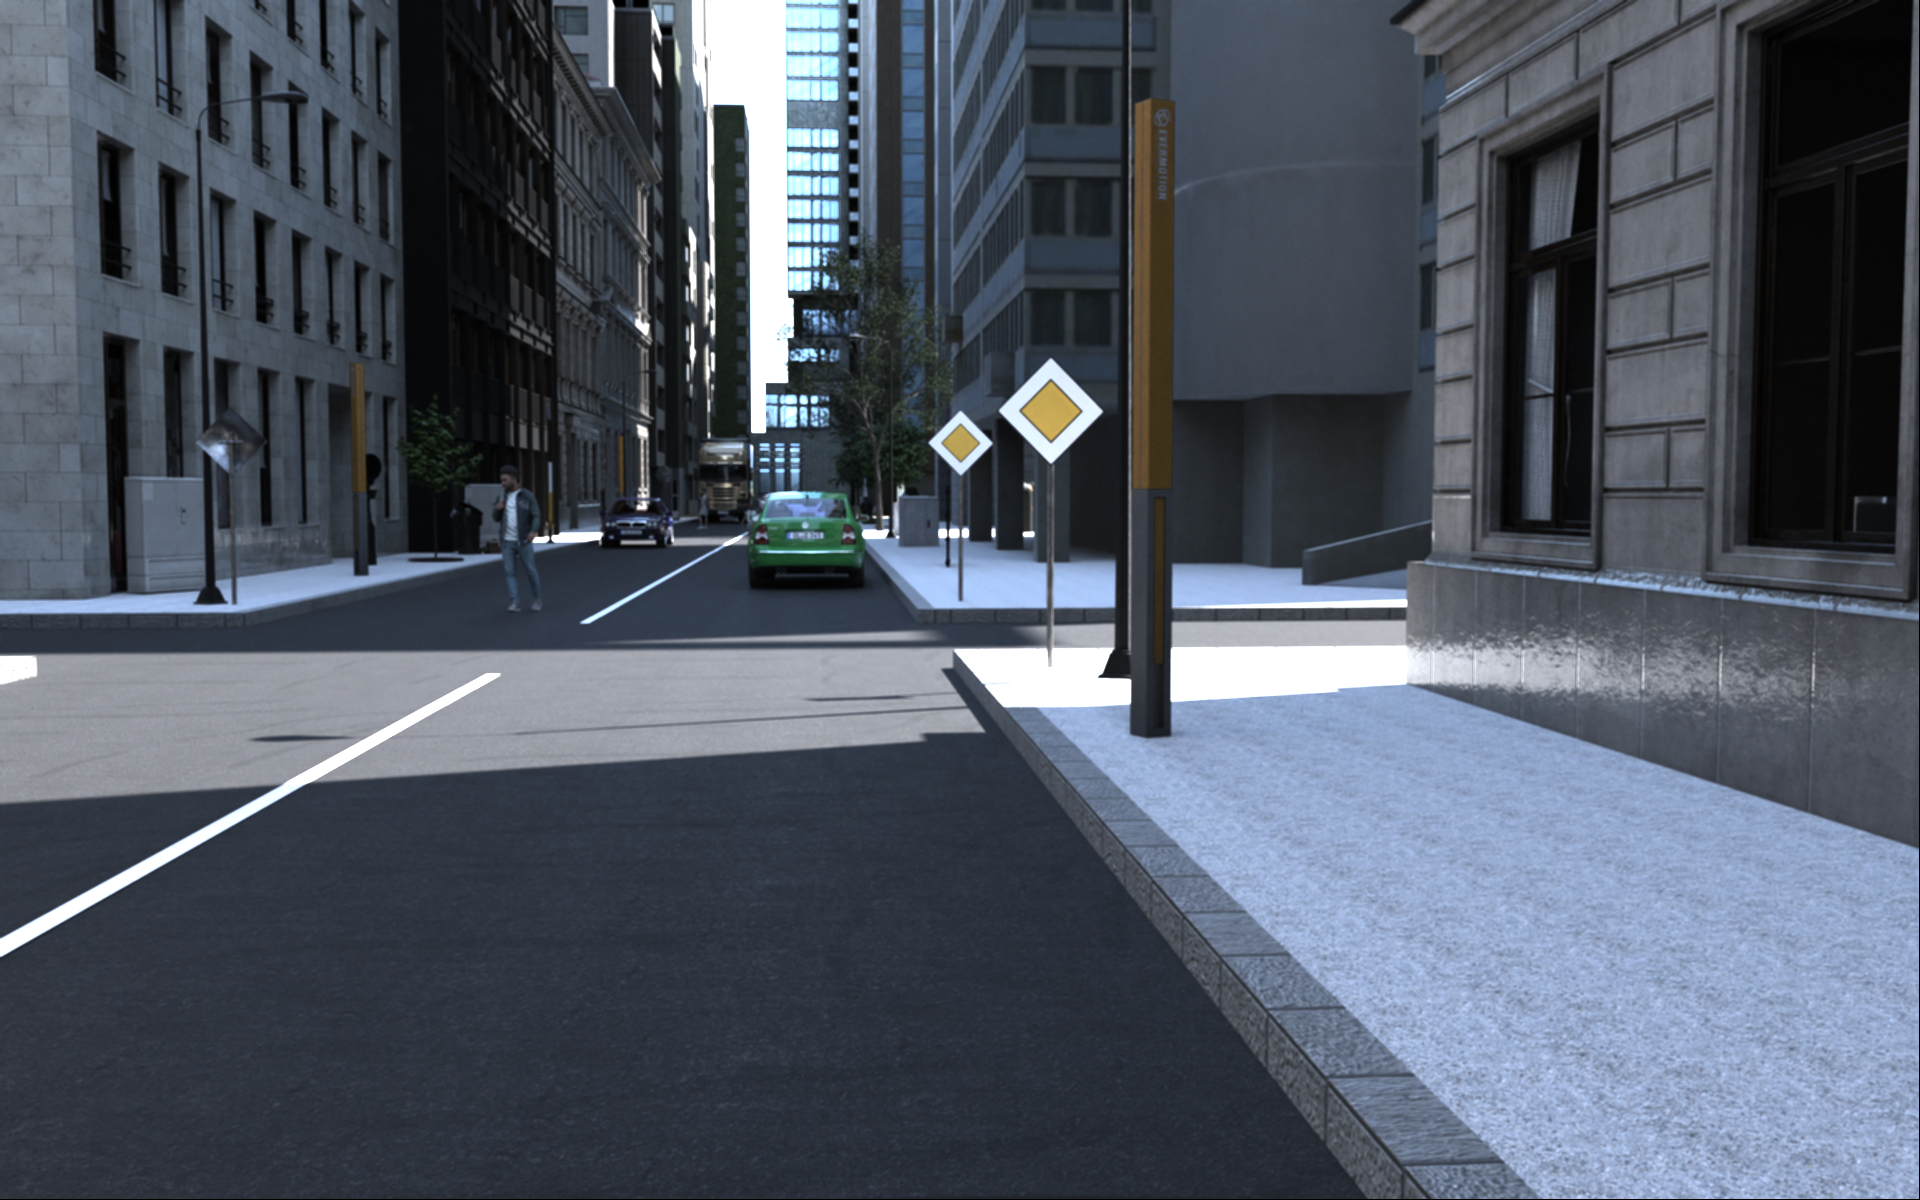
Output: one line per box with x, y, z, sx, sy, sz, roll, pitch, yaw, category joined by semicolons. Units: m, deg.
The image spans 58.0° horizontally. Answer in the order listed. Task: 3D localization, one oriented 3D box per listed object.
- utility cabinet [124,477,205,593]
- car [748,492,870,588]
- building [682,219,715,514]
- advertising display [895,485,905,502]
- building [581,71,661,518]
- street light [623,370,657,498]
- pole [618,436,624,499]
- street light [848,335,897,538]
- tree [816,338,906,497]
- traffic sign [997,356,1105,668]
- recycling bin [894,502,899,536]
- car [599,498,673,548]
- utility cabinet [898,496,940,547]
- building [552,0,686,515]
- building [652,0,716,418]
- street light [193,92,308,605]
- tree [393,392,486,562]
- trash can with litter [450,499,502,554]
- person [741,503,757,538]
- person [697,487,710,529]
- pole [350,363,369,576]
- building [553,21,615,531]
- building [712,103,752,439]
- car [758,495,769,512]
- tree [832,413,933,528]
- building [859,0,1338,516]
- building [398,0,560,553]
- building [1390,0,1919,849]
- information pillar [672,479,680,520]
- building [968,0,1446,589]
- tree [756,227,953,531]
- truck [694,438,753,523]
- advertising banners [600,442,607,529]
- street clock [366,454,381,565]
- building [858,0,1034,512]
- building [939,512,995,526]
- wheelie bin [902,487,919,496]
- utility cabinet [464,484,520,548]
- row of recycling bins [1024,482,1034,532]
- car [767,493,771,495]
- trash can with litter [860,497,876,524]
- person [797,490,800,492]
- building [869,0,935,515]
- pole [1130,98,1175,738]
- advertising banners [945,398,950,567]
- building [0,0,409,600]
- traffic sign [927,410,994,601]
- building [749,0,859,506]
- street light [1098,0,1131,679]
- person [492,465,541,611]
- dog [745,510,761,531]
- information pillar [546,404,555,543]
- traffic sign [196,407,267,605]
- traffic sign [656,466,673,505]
-10.334;-0.854;22.649;0.318;1.500;1.173;1;4;18;utility cabinet
-2.429;-1.172;27.956;1.959;1.807;4.718;0;4;-3;car
-32.126;-16.951;122.190;27.650;21.520;28.899;0;4;-5;building
-3.247;-5.399;93.491;0.123;1.923;0.974;2;4;24;advertising display
-20.897;-15.044;82.132;11.583;22.565;21.152;0;4;-5;building
-12.024;-5.648;64.878;1.470;5.913;1.316;0;4;-5;street light
-11.868;-4.086;60.653;0.158;3.312;0.155;0;3;0;pole
-2.572;-4.784;50.765;1.470;5.913;1.316;0;4;-5;street light
-4.490;-7.928;79.987;4.360;8.622;3.978;0;3;0;tree
0.662;-0.556;12.738;0.795;2.450;0.064;0;4;-5;traffic sign
-1.627;-2.467;52.887;0.722;1.027;0.722;0;4;6;recycling bin
-8.832;-2.134;47.467;1.945;1.354;3.894;0;4;-5;car
-0.997;-1.911;42.404;1.020;1.237;0.306;-2;4;-35;utility cabinet
-23.770;-20.145;101.068;14.160;30.474;14.107;0;4;-5;building
-35.588;-34.487;153.098;27.495;52.752;28.713;0;4;-5;building
-8.224;-2.910;20.116;1.470;5.913;1.316;0;4;-5;street light
-9.899;-2.354;33.084;1.663;3.219;1.824;0;3;0;tree
-10.332;-1.574;37.128;1.055;1.170;0.624;-3;5;-40;trash can with litter
-5.429;-1.905;44.654;0.505;1.210;0.382;1;4;17;person
-10.503;-3.763;71.033;0.522;1.701;0.512;0;4;4;person
-9.425;-2.038;27.164;0.158;3.312;0.155;0;3;0;pole
-18.764;-12.082;62.165;10.561;19.102;19.286;0;4;-5;building
-29.373;-30.639;184.548;14.086;41.232;14.154;0;4;-5;building
-15.280;-7.813;140.109;2.083;1.381;4.827;0;4;-5;car
-2.558;-5.081;66.782;4.285;4.588;4.351;0;3;0;tree
8.672;-26.794;129.967;32.217;40.220;23.993;0;4;-5;building
-17.867;-13.140;44.522;12.332;23.373;15.834;0;4;-5;building
8.452;-8.433;2.512;10.561;19.102;19.286;0;4;-5;building
-13.857;-4.890;84.447;0.304;2.012;0.304;0;4;5;information pillar
12.142;-21.159;37.836;23.993;40.220;32.217;0;4;-5;building
-2.783;-7.683;60.034;8.767;10.594;7.601;0;4;-7;tree
-11.984;-6.122;89.011;2.839;4.237;11.283;0;4;-6;truck
-12.264;-3.877;59.575;0.090;3.025;2.074;-1;4;-16;advertising banners
-10.671;-1.629;31.210;0.358;2.002;0.471;2;4;30;street clock
1.322;-37.569;156.256;21.231;58.520;28.212;0;4;-5;building
9.273;-33.011;81.735;21.231;58.520;28.212;0;4;-5;building
-2.376;-4.581;82.807;0.980;1.594;0.693;-3;5;-39;wheelie bin
-10.343;-1.814;38.331;1.173;1.500;0.318;0;4;7;utility cabinet
2.828;-3.195;59.350;1.069;1.692;3.534;3;4;38;row of recycling bins
-15.846;-8.427;147.374;1.945;1.707;3.694;0;4;-4;car
-3.813;-3.834;74.073;0.624;1.170;1.055;-3;5;-39;trash can with litter
-10.754;-6.527;116.016;0.445;1.727;0.742;3;5;41;person
1.365;-28.133;110.086;14.600;45.320;14.200;0;4;-5;building
1.012;-0.933;9.105;0.158;3.312;0.155;0;3;0;pole
-0.212;-2.144;31.240;0.090;3.025;2.074;0;4;0;advertising banners
-16.499;-10.618;28.356;10.420;20.320;16.860;0;4;-5;building
0.006;-1.043;20.696;0.795;2.450;0.064;0;4;-5;traffic sign
-7.301;-53.647;189.800;31.000;86.520;22.319;0;4;-5;building
0.602;-2.409;11.935;1.470;5.913;1.316;0;4;-5;street light
-5.435;-0.757;21.224;0.623;1.781;0.721;0;4;-3;person
-8.160;-3.088;67.320;0.800;0.831;0.513;1;4;9;dog
-10.670;-3.284;45.040;0.183;3.616;0.504;-1;4;-17;information pillar
-8.412;-1.002;20.025;0.795;2.450;0.064;0;4;-5;traffic sign
-13.266;-4.747;77.715;0.768;2.556;0.104;0;4;-1;traffic sign
